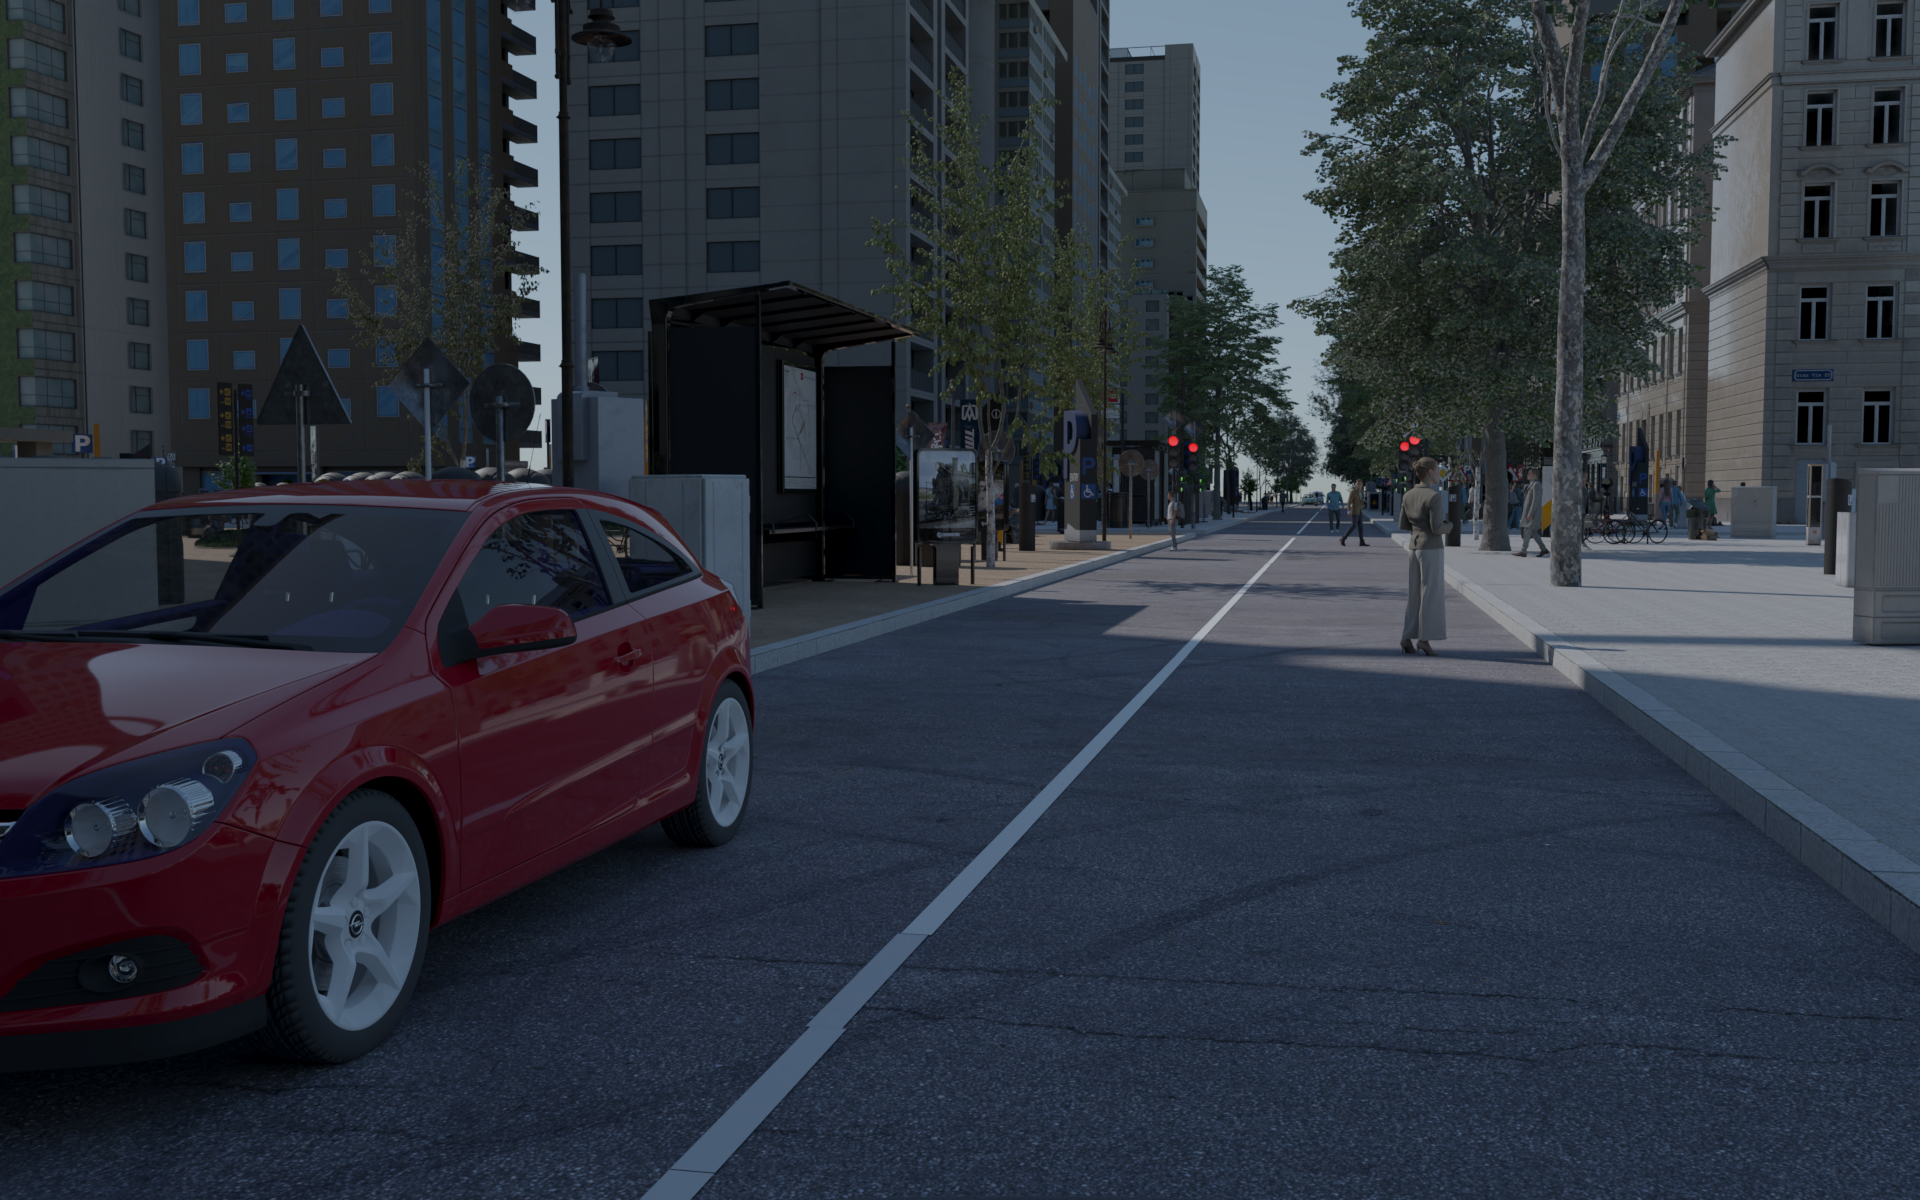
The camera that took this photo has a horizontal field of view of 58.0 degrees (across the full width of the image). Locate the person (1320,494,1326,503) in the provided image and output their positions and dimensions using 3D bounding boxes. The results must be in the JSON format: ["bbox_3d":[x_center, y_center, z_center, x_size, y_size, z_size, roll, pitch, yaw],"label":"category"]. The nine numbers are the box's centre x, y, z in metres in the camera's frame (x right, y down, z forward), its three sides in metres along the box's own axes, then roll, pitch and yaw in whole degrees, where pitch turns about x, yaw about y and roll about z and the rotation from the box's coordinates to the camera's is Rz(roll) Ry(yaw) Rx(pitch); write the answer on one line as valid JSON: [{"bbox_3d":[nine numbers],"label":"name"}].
[{"bbox_3d":[56.036,-15.820,267.711,0.990,1.755,0.434,0,4,5],"label":"person"}]

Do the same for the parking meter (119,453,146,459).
[{"bbox_3d":[-11.812,-1.173,24.890,0.255,1.863,0.399,2,4,28],"label":"parking meter"}]

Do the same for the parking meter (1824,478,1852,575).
[{"bbox_3d":[13.981,-1.172,27.579,0.372,1.533,0.369,0,3,0],"label":"parking meter"}]

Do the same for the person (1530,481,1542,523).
[{"bbox_3d":[20.917,-3.489,62.930,0.795,1.843,0.661,-1,4,-9],"label":"person"}]

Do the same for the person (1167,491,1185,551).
[{"bbox_3d":[5.408,-2.008,43.922,0.523,1.515,0.503,-3,4,-38],"label":"person"}]

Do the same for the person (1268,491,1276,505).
[{"bbox_3d":[36.942,-12.205,205.596,1.348,1.824,0.705,-1,4,-9],"label":"person"}]

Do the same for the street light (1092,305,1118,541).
[{"bbox_3d":[3.561,-4.270,42.597,0.468,5.910,1.993,1,4,12],"label":"street light"}]

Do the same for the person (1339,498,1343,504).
[{"bbox_3d":[54.634,-14.522,249.193,1.065,1.426,0.557,-1,4,-17],"label":"person"}]

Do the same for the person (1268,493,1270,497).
[{"bbox_3d":[39.723,-13.021,222.132,0.628,1.438,0.799,2,4,26],"label":"person"}]

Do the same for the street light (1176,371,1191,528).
[{"bbox_3d":[8.380,-5.649,65.142,0.468,5.910,1.993,1,4,12],"label":"street light"}]

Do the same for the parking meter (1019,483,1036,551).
[{"bbox_3d":[1.517,-1.876,39.090,0.372,1.533,0.369,0,3,0],"label":"parking meter"}]

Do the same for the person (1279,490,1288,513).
[{"bbox_3d":[25.199,-7.700,134.796,0.661,1.777,0.834,2,4,31],"label":"person"}]

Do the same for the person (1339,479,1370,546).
[{"bbox_3d":[10.834,-2.390,47.490,0.836,1.842,0.656,1,4,17],"label":"person"}]

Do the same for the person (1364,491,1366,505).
[{"bbox_3d":[48.640,-12.283,207.573,0.721,1.736,1.217,-1,4,-10],"label":"person"}]

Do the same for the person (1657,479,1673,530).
[{"bbox_3d":[25.280,-3.423,62.019,0.555,1.821,0.388,-1,4,-9],"label":"person"}]

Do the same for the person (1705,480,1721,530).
[{"bbox_3d":[26.581,-3.371,61.410,0.529,1.795,0.600,-1,4,-22],"label":"person"}]

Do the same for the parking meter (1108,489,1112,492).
[{"bbox_3d":[6.957,-4.349,79.518,0.372,1.533,0.369,0,3,0],"label":"parking meter"}]

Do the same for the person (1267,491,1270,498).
[{"bbox_3d":[45.207,-15.075,253.256,1.217,1.736,0.721,2,4,32],"label":"person"}]

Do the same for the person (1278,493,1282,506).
[{"bbox_3d":[35.202,-11.251,190.440,0.568,1.767,0.683,-1,4,-23],"label":"person"}]

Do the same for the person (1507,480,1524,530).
[{"bbox_3d":[19.688,-3.350,61.158,0.721,1.781,0.623,-1,4,-18],"label":"person"}]

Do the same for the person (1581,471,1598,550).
[{"bbox_3d":[14.338,-2.064,39.969,0.709,1.800,0.728,-3,5,-39],"label":"person"}]

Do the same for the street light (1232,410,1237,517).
[{"bbox_3d":[15.038,-7.480,95.092,0.468,5.910,1.993,1,4,12],"label":"street light"}]

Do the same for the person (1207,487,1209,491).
[{"bbox_3d":[20.315,-8.302,141.782,1.348,1.824,0.705,1,4,9],"label":"person"}]

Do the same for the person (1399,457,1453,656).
[{"bbox_3d":[4.164,-0.387,15.382,0.362,1.759,0.519,-2,4,-24],"label":"person"}]

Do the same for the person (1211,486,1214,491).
[{"bbox_3d":[18.327,-7.259,124.096,0.648,1.900,0.474,1,4,14],"label":"person"}]

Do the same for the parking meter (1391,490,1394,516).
[{"bbox_3d":[25.494,-5.701,101.617,0.372,1.533,0.369,0,3,0],"label":"parking meter"}]

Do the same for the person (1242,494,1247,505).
[{"bbox_3d":[34.414,-12.370,209.210,0.530,1.710,0.541,-1,4,-9],"label":"person"}]

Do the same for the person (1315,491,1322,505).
[{"bbox_3d":[45.258,-12.916,219.696,1.348,1.822,0.705,1,4,14],"label":"person"}]

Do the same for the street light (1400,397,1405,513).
[{"bbox_3d":[19.408,-6.309,75.947,0.468,5.910,1.993,1,4,12],"label":"street light"}]

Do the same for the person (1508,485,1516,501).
[{"bbox_3d":[26.395,-4.640,82.743,0.563,1.720,0.643,-1,4,-18],"label":"person"}]

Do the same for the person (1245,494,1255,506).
[{"bbox_3d":[31.272,-11.076,187.158,1.348,1.821,0.705,-2,4,-34],"label":"person"}]

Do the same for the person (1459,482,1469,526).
[{"bbox_3d":[20.435,-3.908,70.281,0.444,1.785,0.601,2,4,33],"label":"person"}]

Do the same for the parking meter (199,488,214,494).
[{"bbox_3d":[-31.681,-3.928,72.630,0.372,1.533,0.369,0,3,0],"label":"parking meter"}]

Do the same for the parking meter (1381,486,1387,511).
[{"bbox_3d":[31.854,-7.607,130.082,0.399,1.863,0.255,-1,4,-16],"label":"parking meter"}]

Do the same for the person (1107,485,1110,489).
[{"bbox_3d":[8.402,-5.569,97.441,0.601,1.785,0.444,2,4,23],"label":"person"}]

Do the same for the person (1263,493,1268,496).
[{"bbox_3d":[45.440,-15.384,257.575,0.705,1.824,1.348,-2,4,-23],"label":"person"}]

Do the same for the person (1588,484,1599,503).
[{"bbox_3d":[34.041,-5.352,93.530,0.794,1.824,0.713,0,4,-5],"label":"person"}]

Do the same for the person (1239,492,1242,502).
[{"bbox_3d":[44.350,-16.275,272.862,1.217,1.743,0.721,-2,4,-24],"label":"person"}]

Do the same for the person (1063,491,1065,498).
[{"bbox_3d":[5.642,-5.223,90.807,0.648,1.900,0.474,1,4,22],"label":"person"}]

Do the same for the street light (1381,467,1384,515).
[{"bbox_3d":[25.787,-8.118,105.517,0.468,5.910,1.993,1,4,12],"label":"street light"}]

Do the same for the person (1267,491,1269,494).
[{"bbox_3d":[48.853,-16.417,274.551,1.348,1.812,0.705,0,4,-8],"label":"person"}]

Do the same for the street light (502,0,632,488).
[{"bbox_3d":[-2.935,-2.453,12.888,0.468,5.910,1.993,1,4,12],"label":"street light"}]

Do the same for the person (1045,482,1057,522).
[{"bbox_3d":[4.103,-4.378,77.715,0.616,1.811,0.778,2,4,32],"label":"person"}]

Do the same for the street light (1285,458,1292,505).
[{"bbox_3d":[37.370,-13.780,198.090,0.468,5.910,1.993,1,4,12],"label":"street light"}]

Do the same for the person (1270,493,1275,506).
[{"bbox_3d":[33.632,-10.822,186.170,0.628,1.438,0.799,0,4,-5],"label":"person"}]

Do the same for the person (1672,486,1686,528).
[{"bbox_3d":[27.128,-3.519,65.395,0.589,1.601,0.330,3,5,42],"label":"person"}]

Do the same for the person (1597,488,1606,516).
[{"bbox_3d":[32.201,-4.923,86.638,0.850,1.850,0.679,1,4,17],"label":"person"}]

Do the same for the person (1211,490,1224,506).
[{"bbox_3d":[15.608,-6.077,105.526,0.709,1.813,0.853,-3,5,-40],"label":"person"}]

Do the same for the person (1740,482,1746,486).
[{"bbox_3d":[32.396,-3.988,71.597,0.721,1.781,0.623,2,4,30],"label":"person"}]

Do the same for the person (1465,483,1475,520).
[{"bbox_3d":[25.173,-4.862,85.384,0.795,1.843,0.661,1,4,15],"label":"person"}]

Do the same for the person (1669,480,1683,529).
[{"bbox_3d":[26.111,-3.486,63.383,0.601,1.785,0.444,2,4,29],"label":"person"}]

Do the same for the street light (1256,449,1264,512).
[{"bbox_3d":[21.502,-9.329,125.323,0.468,5.910,1.993,1,4,12],"label":"street light"}]

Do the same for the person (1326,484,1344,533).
[{"bbox_3d":[13.912,-3.410,64.272,0.660,1.820,0.620,0,4,6],"label":"person"}]

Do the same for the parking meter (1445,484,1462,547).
[{"bbox_3d":[12.045,-2.072,42.287,0.372,1.533,0.369,0,3,0],"label":"parking meter"}]

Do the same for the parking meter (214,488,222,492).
[{"bbox_3d":[-32.163,-4.079,75.103,0.372,1.533,0.369,0,3,0],"label":"parking meter"}]

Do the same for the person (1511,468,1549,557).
[{"bbox_3d":[11.605,-1.777,35.195,0.767,1.812,0.694,1,4,14],"label":"person"}]

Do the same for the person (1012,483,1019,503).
[{"bbox_3d":[2.898,-5.020,88.001,0.514,1.842,0.818,1,4,16],"label":"person"}]
